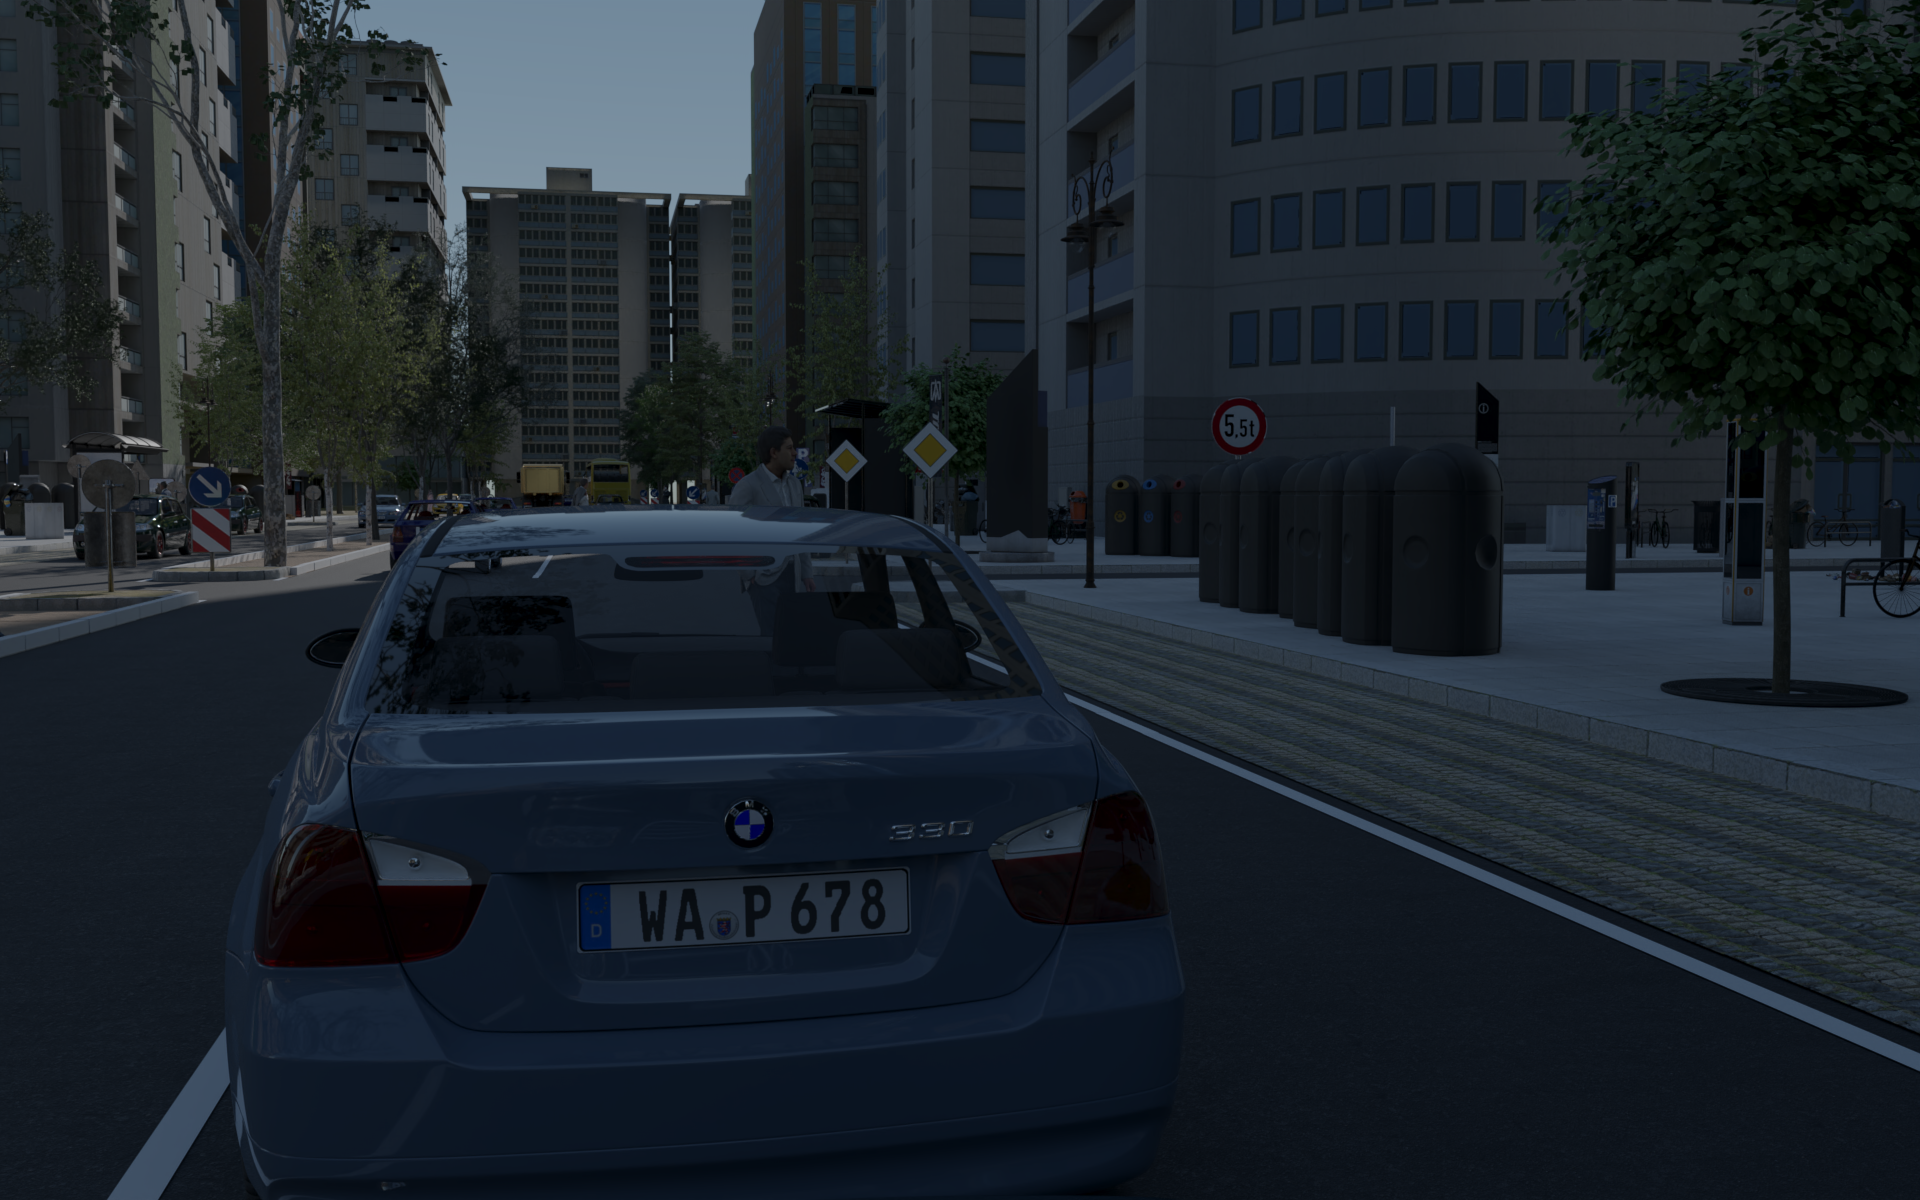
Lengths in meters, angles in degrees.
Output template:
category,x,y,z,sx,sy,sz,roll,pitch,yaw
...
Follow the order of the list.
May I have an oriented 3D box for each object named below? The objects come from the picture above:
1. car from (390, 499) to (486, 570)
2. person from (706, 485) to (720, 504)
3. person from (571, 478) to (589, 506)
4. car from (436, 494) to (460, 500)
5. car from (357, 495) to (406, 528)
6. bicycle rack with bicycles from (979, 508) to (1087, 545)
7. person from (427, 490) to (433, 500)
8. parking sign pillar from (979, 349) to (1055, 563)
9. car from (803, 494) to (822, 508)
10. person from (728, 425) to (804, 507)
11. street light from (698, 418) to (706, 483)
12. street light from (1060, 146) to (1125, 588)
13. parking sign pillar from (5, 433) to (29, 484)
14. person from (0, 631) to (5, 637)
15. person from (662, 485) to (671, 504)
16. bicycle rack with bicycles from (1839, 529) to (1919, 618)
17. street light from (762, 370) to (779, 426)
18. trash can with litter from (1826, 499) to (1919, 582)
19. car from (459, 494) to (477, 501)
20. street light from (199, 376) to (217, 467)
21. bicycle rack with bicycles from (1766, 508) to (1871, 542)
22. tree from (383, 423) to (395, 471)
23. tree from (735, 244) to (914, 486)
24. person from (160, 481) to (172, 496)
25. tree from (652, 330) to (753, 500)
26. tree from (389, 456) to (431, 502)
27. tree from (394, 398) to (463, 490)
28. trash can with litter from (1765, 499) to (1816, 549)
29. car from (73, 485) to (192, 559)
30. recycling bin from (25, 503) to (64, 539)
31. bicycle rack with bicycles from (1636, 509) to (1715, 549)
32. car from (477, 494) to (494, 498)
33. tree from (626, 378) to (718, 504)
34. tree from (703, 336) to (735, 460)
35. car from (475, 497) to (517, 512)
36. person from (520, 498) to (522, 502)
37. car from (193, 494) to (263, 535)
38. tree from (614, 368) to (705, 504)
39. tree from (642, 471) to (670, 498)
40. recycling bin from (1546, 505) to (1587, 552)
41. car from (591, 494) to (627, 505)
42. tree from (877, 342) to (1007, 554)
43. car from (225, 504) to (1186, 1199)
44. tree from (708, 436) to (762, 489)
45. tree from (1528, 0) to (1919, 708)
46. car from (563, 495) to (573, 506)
category,x,y,z,sx,sy,sz,roll,pitch,yaw
car,-9.535,-1.206,32.304,1.945,1.354,3.894,-1,4,-10
person,-10.503,-3.986,73.764,0.635,1.810,0.391,0,4,4
person,-9.379,-2.099,42.922,0.850,1.850,0.679,0,4,-3
car,-32.630,-6.122,110.325,2.015,1.641,3.980,-1,4,-12
car,-24.951,-3.843,74.839,2.014,1.417,4.499,-1,4,-14
bicycle rack with bicycles,2.131,-1.915,44.686,2.852,0.926,2.925,-2,4,-26
person,-39.798,-7.396,130.092,0.621,1.740,0.551,-1,4,-17
parking sign pillar,1.081,-2.715,32.856,1.447,3.967,1.447,-3,5,-40
car,-3.987,-1.838,39.840,2.009,1.686,4.222,-1,4,-11
person,-1.199,-0.133,10.517,0.795,1.843,0.661,3,5,40
street light,-15.740,-8.108,105.357,0.468,5.910,1.993,-1,4,-12
street light,1.778,-3.102,23.503,0.468,5.910,1.993,-1,4,-12
parking sign pillar,-42.114,-5.436,77.353,1.447,3.967,1.447,3,4,36
person,-9.147,-0.202,16.067,0.640,1.303,0.475,1,4,11
person,-14.772,-4.820,86.670,0.648,1.900,0.474,3,4,38
bicycle rack with bicycles,10.430,-0.237,17.261,2.925,0.926,2.852,-1,4,-11
street light,-7.072,-5.624,64.736,0.468,5.910,1.993,-1,4,-12
trash can with litter,13.851,-0.909,25.924,1.678,1.210,2.233,0,4,-1
car,-39.908,-7.855,140.229,2.131,1.459,4.920,-1,4,-13
street light,-29.544,-5.834,68.168,0.468,5.910,1.993,-1,4,-12
bicycle rack with bicycles,20.956,-1.805,42.894,2.925,0.926,2.852,-2,4,-28
tree,-40.399,-11.808,111.192,7.486,12.596,7.792,0,3,0
tree,-3.529,-6.214,51.953,4.737,8.622,4.395,0,3,0
person,-23.431,-2.591,51.040,0.419,1.800,0.721,-1,4,-16
tree,-17.838,-12.358,120.188,7.486,12.596,7.792,0,3,0
tree,-45.743,-9.784,143.684,4.285,4.588,4.351,0,3,0
tree,-52.312,-14.996,170.939,9.928,11.665,9.643,0,3,0
trash can with litter,19.337,-1.776,40.428,1.055,1.170,0.624,-1,4,-12
car,-18.732,-1.807,39.327,2.009,1.686,4.222,-1,4,-10
recycling bin,-26.099,-2.252,49.372,0.722,1.027,0.722,1,4,16
bicycle rack with bicycles,17.295,-1.730,41.670,2.852,0.926,2.925,2,4,29
car,-44.659,-9.260,163.192,2.131,1.459,4.920,-1,4,-12
tree,-24.903,-13.730,150.236,9.928,11.665,9.643,0,3,0
tree,-9.427,-7.873,79.083,4.737,8.622,4.395,0,3,0
car,-14.763,-2.591,54.943,1.945,1.354,3.894,-1,4,-14
person,-30.020,-6.846,120.561,1.348,1.807,0.705,1,4,12
car,-25.888,-3.145,61.211,2.009,1.686,4.222,-1,4,-10
tree,-30.021,-16.305,173.241,9.857,13.997,8.962,0,3,0
tree,-31.826,-12.126,181.967,4.285,4.588,4.351,0,3,0
recycling bin,13.531,-1.597,38.659,0.722,1.027,0.722,0,4,6
car,-19.353,-5.248,95.591,2.009,1.686,4.222,-1,4,-13
tree,-0.081,-3.295,37.591,4.285,4.588,4.351,0,3,0
car,-0.803,0.442,4.768,2.014,1.417,4.499,-1,4,-13
tree,-11.175,-6.422,88.714,4.285,4.588,4.351,0,3,0
tree,5.342,-1.667,10.971,4.285,4.588,4.351,0,3,0
car,-39.938,-10.057,177.018,1.945,1.354,3.894,-1,4,-11
